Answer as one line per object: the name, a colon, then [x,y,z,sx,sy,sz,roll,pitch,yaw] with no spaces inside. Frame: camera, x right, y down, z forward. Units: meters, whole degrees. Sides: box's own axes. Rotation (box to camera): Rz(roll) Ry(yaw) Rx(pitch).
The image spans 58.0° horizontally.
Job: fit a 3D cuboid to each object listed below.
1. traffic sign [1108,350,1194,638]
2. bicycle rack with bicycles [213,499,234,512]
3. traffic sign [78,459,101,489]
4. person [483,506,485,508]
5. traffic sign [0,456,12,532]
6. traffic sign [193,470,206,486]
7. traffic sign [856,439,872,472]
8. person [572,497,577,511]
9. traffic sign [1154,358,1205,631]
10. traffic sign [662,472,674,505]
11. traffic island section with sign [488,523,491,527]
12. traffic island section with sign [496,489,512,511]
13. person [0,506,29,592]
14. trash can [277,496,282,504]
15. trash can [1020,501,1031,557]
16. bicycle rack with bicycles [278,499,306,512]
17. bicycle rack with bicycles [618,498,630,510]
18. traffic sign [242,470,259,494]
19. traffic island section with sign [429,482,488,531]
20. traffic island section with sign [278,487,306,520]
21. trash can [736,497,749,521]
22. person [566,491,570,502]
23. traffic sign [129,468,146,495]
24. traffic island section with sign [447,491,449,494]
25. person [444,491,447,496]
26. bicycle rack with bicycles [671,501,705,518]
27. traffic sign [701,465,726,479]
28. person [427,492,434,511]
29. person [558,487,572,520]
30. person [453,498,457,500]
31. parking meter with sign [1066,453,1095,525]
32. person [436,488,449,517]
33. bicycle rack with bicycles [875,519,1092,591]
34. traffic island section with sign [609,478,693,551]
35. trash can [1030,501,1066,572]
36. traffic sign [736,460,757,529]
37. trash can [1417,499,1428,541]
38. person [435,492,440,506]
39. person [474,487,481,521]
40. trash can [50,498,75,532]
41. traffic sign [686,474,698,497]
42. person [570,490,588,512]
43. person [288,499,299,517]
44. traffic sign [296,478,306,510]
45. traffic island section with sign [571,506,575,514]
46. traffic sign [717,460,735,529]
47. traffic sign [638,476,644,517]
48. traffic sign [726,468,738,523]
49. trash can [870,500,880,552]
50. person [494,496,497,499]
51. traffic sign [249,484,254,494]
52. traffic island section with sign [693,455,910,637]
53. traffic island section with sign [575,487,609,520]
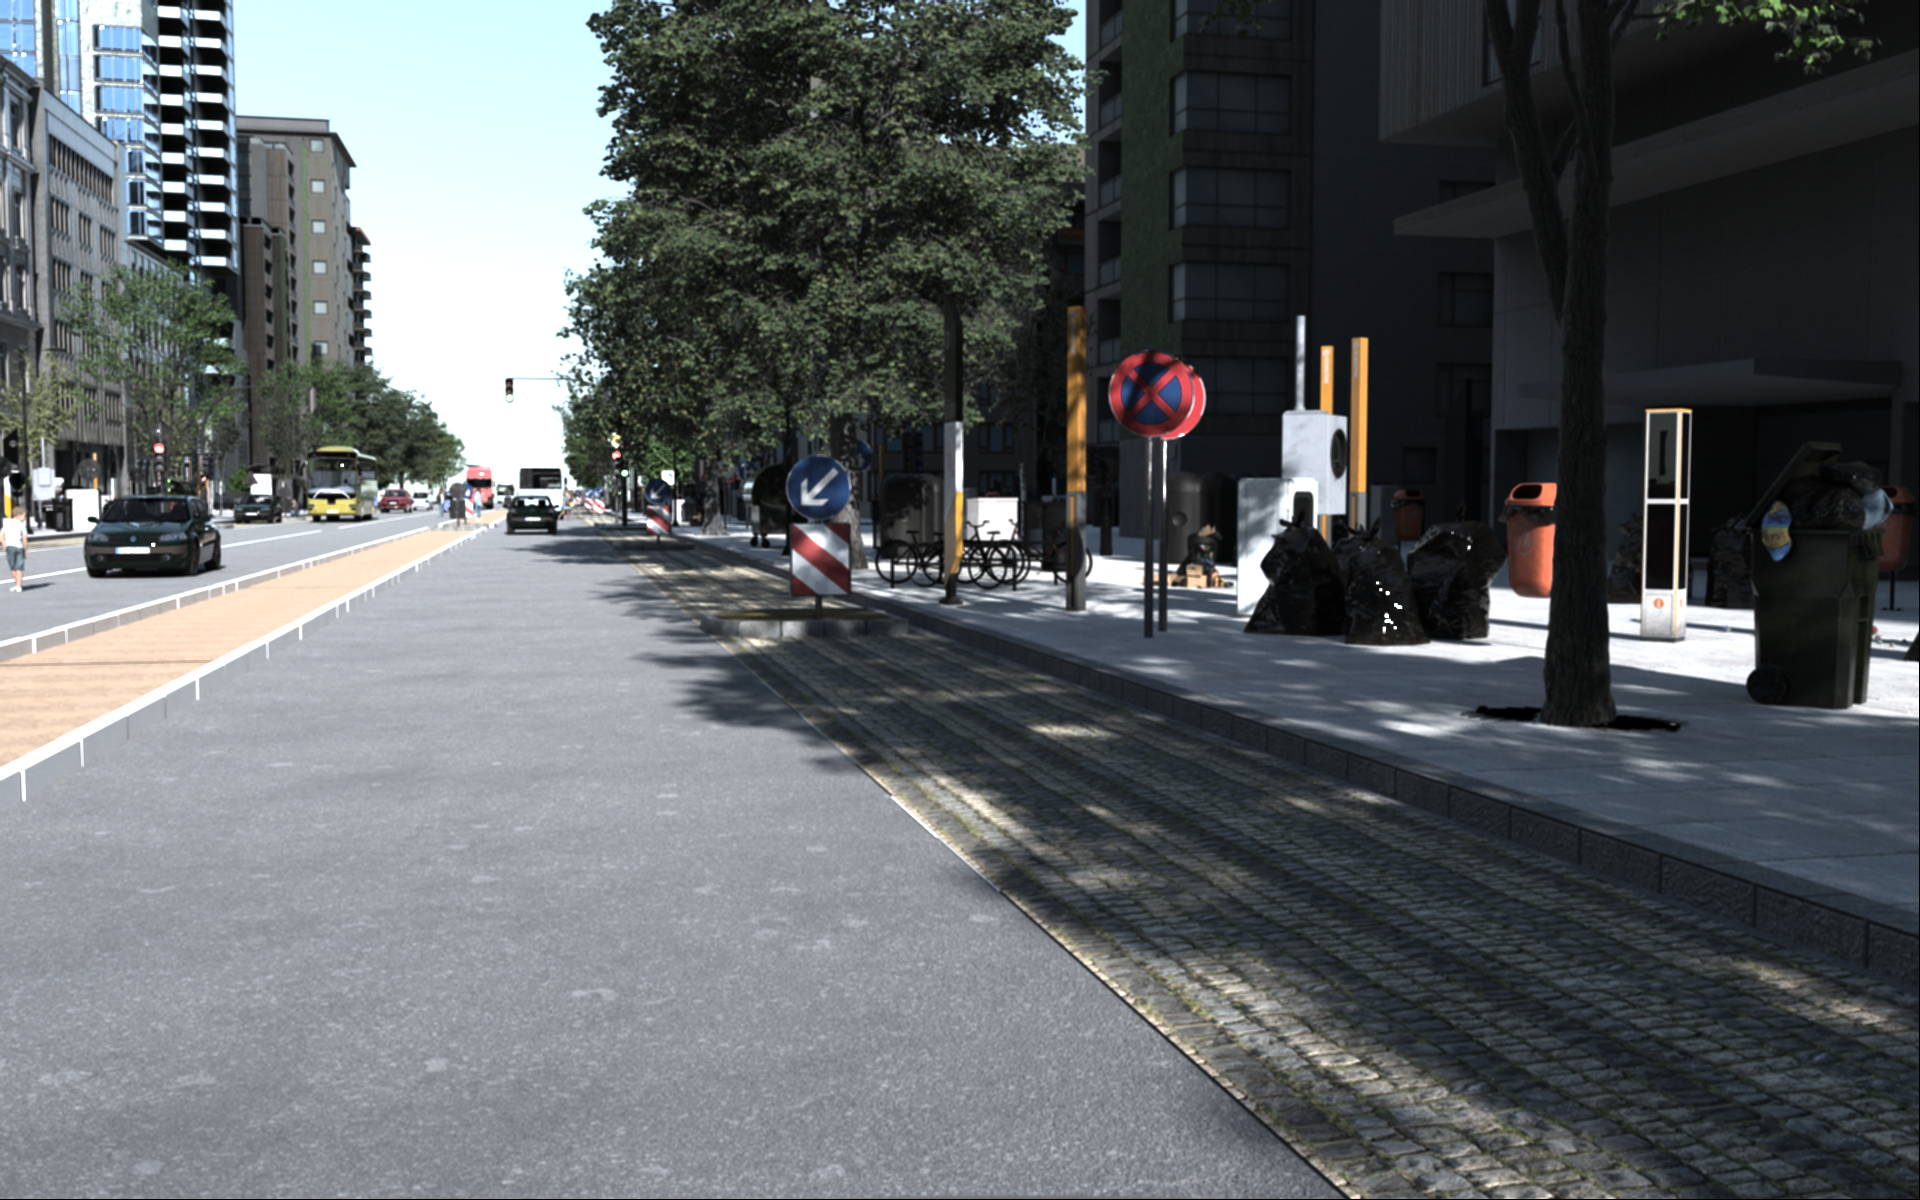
traffic sign: [1.688,-0.937,15.423,0.768,2.556,0.104,0,4,-6]
bicycle rack with bicycles: [-59.154,-7.630,138.140,2.852,0.926,2.925,1,4,15]
traffic sign: [-31.298,-3.802,62.264,0.768,2.556,0.104,-1,4,-11]
person: [-49.069,-10.431,178.984,1.348,1.831,0.705,-2,4,-24]
traffic sign: [-32.272,-3.556,58.245,0.768,2.556,0.104,0,4,-6]
traffic sign: [-41.155,-5.717,93.479,0.884,2.594,0.081,0,4,-8]
traffic sign: [-2.431,-2.460,40.332,0.768,2.556,0.104,-1,4,-12]
person: [-28.993,-7.161,130.265,0.352,1.250,0.332,-1,4,-11]
traffic sign: [1.897,-0.980,16.125,0.768,2.556,0.104,-1,4,-12]
traffic sign: [-12.904,-4.568,76.821,0.606,2.300,0.079,0,4,-5]
traffic island section with sign: [-21.267,-4.065,74.593,2.006,1.907,1.989,-1,4,-13]
traffic island section with sign: [-38.578,-8.537,147.718,2.006,1.907,1.989,-1,4,-13]
person: [-13.905,-0.752,25.485,0.332,1.250,0.352,1,4,20]
trash can: [-53.280,-7.588,135.716,0.748,1.137,0.748,0,3,0]
trash can: [1.581,-1.409,34.695,0.748,1.137,0.748,0,3,0]
bicycle rack with bicycles: [-48.256,-6.748,123.714,2.852,0.926,2.925,-2,4,-35]
bicycle rack with bicycles: [-27.311,-7.865,141.980,2.852,0.926,2.925,-2,4,-26]
traffic sign: [-38.894,-5.808,94.966,0.884,2.594,0.081,-1,4,-11]
traffic island section with sign: [-19.570,-3.624,67.382,2.006,1.907,1.989,-1,4,-13]
traffic island section with sign: [-36.920,-5.265,94.715,1.989,1.847,2.006,-1,4,-13]
trash can: [-10.367,-4.361,82.961,0.748,1.137,0.748,0,3,0]
person: [-33.516,-8.473,147.789,0.466,1.731,0.760,-1,4,-22]
traffic sign: [-39.552,-5.088,83.289,0.768,2.556,0.104,0,4,-7]
traffic island section with sign: [-73.393,-14.694,248.873,1.989,1.847,2.006,-1,4,-13]
person: [-45.403,-8.768,152.572,0.721,1.743,1.217,3,4,38]
bicycle rack with bicycles: [-13.945,-4.703,90.275,2.925,0.926,2.852,-2,4,-26]
traffic sign: [-8.814,-3.785,61.881,0.884,2.594,0.081,0,4,-6]
person: [-44.289,-8.234,144.944,0.330,1.601,0.589,3,5,43]
person: [-21.513,-5.251,94.444,0.778,1.811,0.616,-2,4,-35]
person: [-29.464,-5.658,101.356,0.624,1.780,0.694,0,4,0]
parking meter with sign: [5.316,-4.681,72.788,1.738,3.016,0.543,0,4,1]
person: [-31.825,-5.962,106.333,0.721,1.781,0.623,3,4,37]
bicycle rack with bicycles: [0.119,-0.660,24.168,2.925,0.926,2.852,1,4,22]
traffic island section with sign: [-7.903,-2.194,44.502,1.989,1.847,2.006,-1,4,-13]
trash can: [1.665,-1.038,28.624,0.748,1.137,0.748,0,3,0]
traffic sign: [-7.903,-3.924,64.257,0.768,2.556,0.104,0,4,-6]
trash can: [12.441,-2.194,47.521,0.748,1.137,0.748,0,3,0]
person: [-62.091,-12.060,206.475,0.721,1.735,1.217,3,4,37]
person: [-25.703,-5.115,92.395,0.793,1.790,0.793,-2,4,-28]
trash can: [-30.487,-2.888,58.867,0.748,1.137,0.748,0,3,0]
traffic sign: [-15.826,-6.224,101.773,0.884,2.594,0.081,0,4,-5]
person: [-30.994,-8.098,141.121,1.509,1.804,0.699,-1,4,-18]
person: [-38.565,-5.275,100.240,1.012,1.151,0.738,3,5,43]
traffic sign: [-53.619,-8.610,140.881,0.768,2.556,0.104,0,4,-4]
traffic island section with sign: [-26.718,-7.059,124.041,1.989,1.847,2.006,-1,4,-13]
traffic sign: [-8.611,-3.877,63.491,0.768,2.556,0.104,-1,4,-9]
traffic sign: [-17.947,-5.878,98.235,0.606,2.300,0.079,-1,4,-9]
traffic sign: [-10.220,-4.685,76.699,0.768,2.556,0.104,-1,4,-13]
trash can: [-1.639,-1.649,38.612,0.748,1.137,0.748,0,3,0]
person: [-47.520,-10.197,175.160,1.348,1.831,0.705,-2,4,-24]
traffic sign: [-46.705,-6.956,113.837,0.768,2.556,0.104,0,4,-6]
traffic island section with sign: [-1.704,-0.590,18.267,1.989,1.847,2.006,-1,4,-13]
traffic island section with sign: [-20.528,-5.454,97.804,1.989,1.847,2.006,-1,4,-13]
